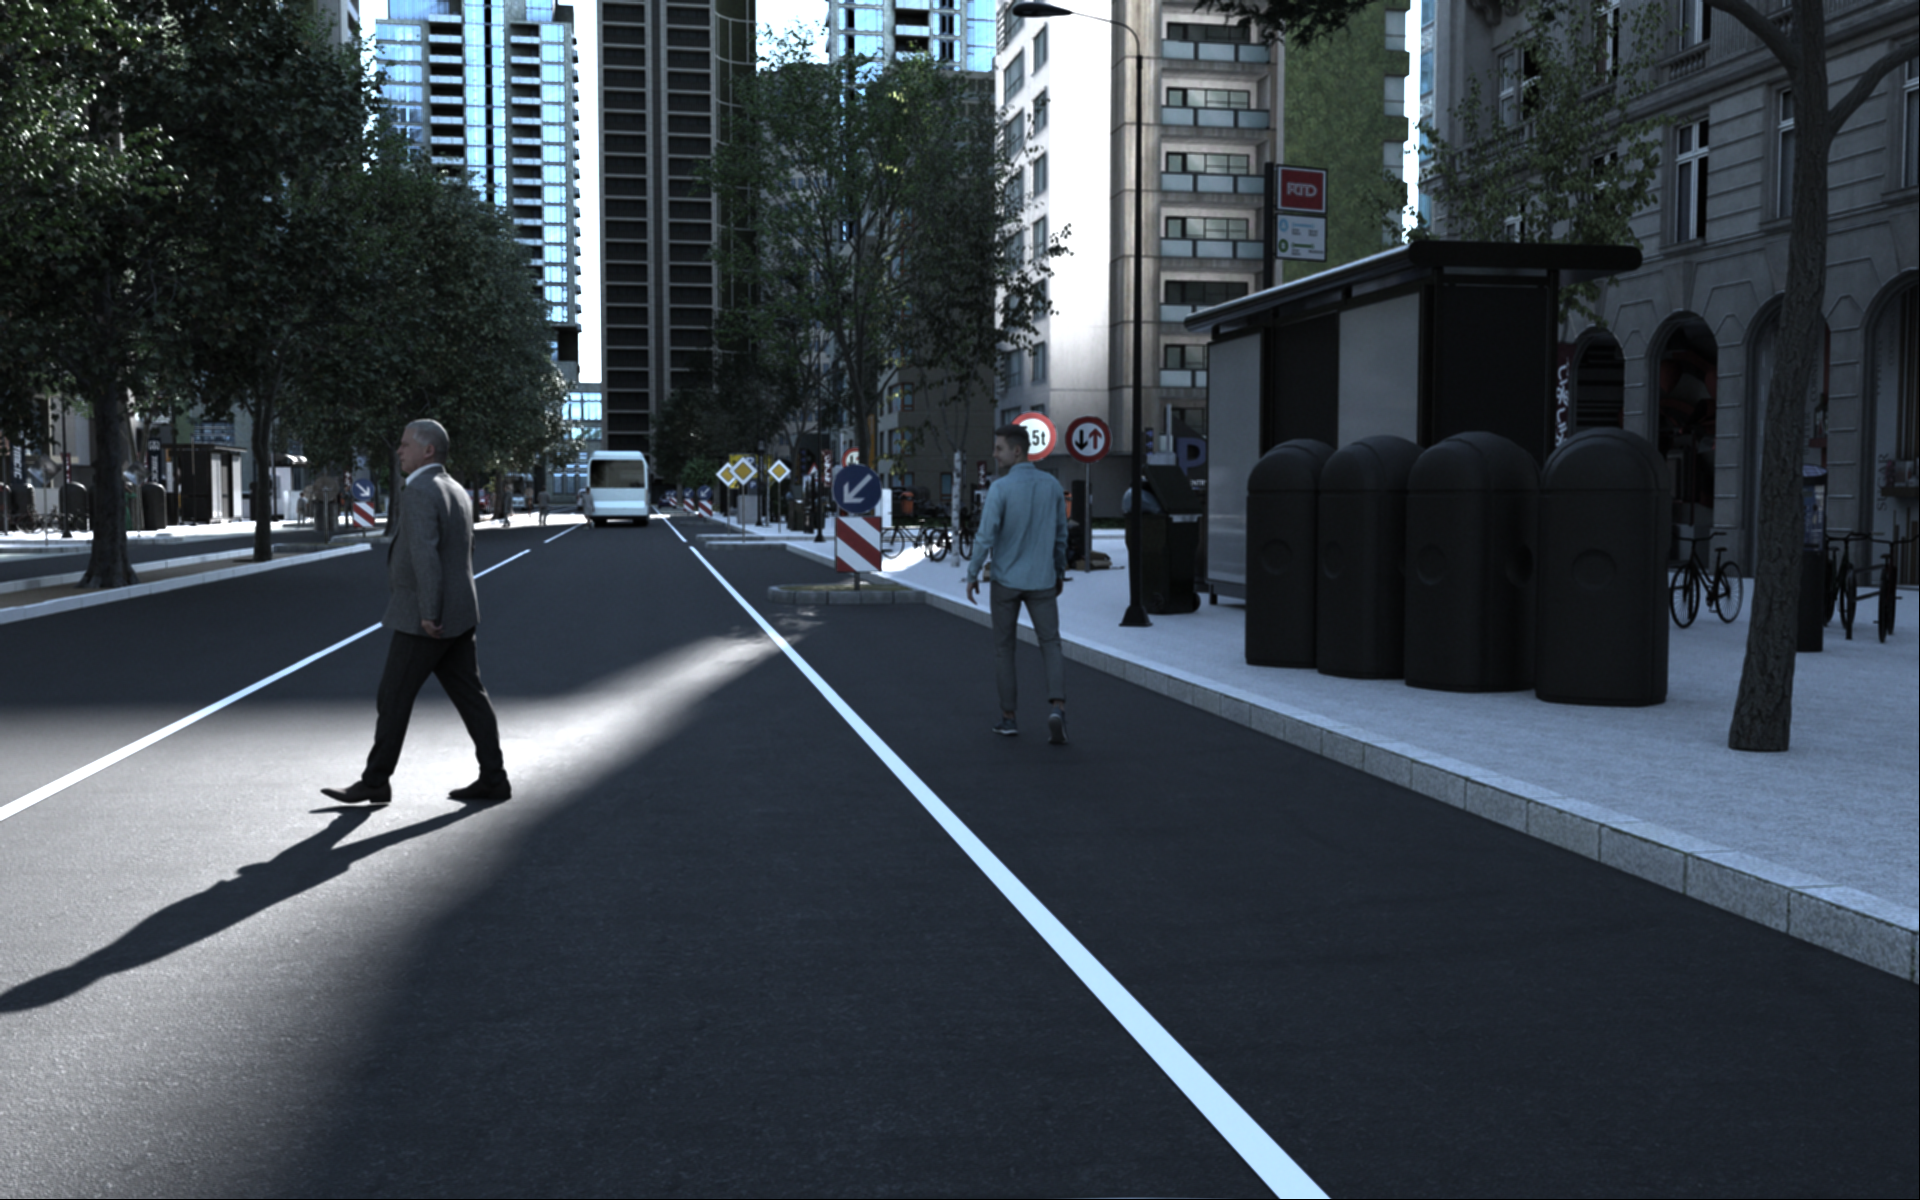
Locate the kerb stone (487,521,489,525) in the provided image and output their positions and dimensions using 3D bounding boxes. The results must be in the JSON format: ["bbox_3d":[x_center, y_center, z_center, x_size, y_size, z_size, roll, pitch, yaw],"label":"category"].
[{"bbox_3d":[-21.467,-3.425,78.196,0.120,0.150,1.000,-1,4,-10],"label":"kerb stone"}]

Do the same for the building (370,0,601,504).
[{"bbox_3d":[-62.676,-55.805,225.086,31.000,86.520,22.319,-1,4,-10],"label":"building"}]

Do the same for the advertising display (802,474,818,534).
[{"bbox_3d":[-4.908,-3.115,56.147,0.123,1.923,0.974,-2,4,-23],"label":"advertising display"}]

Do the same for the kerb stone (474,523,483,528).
[{"bbox_3d":[-20.911,-3.228,75.175,0.120,0.150,1.000,-1,4,-10],"label":"kerb stone"}]

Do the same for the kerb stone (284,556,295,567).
[{"bbox_3d":[-13.396,-0.741,34.312,0.120,0.150,1.000,-1,4,-10],"label":"kerb stone"}]

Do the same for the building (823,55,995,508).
[{"bbox_3d":[3.995,-28.264,153.998,32.217,40.220,23.993,-1,4,-10],"label":"building"}]

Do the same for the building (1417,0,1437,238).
[{"bbox_3d":[38.436,-28.368,83.427,30.456,49.044,23.786,-1,4,-10],"label":"building"}]

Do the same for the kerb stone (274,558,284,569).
[{"bbox_3d":[-13.209,-0.678,33.308,0.120,0.150,1.000,-1,4,-10],"label":"kerb stone"}]

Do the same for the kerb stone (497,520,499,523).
[{"bbox_3d":[-22.395,-3.733,83.225,0.120,0.150,1.000,-1,4,-10],"label":"kerb stone"}]

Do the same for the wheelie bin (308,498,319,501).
[{"bbox_3d":[-35.008,-5.253,93.789,0.980,1.594,0.693,-1,4,-21],"label":"wheelie bin"}]

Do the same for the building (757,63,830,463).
[{"bbox_3d":[-13.298,-42.389,235.062,28.212,58.520,21.231,-1,4,-10],"label":"building"}]

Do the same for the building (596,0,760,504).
[{"bbox_3d":[-37.095,-48.371,229.120,20.611,71.187,20.563,-1,4,-10],"label":"building"}]

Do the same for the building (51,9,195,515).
[{"bbox_3d":[-53.512,-25.428,99.341,14.154,41.232,14.086,-1,4,-10],"label":"building"}]

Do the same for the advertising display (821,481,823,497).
[{"bbox_3d":[-6.801,-4.604,80.488,0.974,1.923,0.123,2,4,28],"label":"advertising display"}]

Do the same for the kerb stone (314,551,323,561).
[{"bbox_3d":[-13.945,-0.923,37.330,0.120,0.150,1.000,-1,4,-10],"label":"kerb stone"}]

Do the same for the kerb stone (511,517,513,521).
[{"bbox_3d":[-24.065,-4.289,92.313,0.120,0.150,1.000,-1,4,-10],"label":"kerb stone"}]

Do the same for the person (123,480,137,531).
[{"bbox_3d":[-19.641,-1.944,40.538,0.600,1.795,0.529,0,4,-4],"label":"person"}]

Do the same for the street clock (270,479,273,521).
[{"bbox_3d":[-32.627,-4.721,81.756,0.358,2.002,0.471,-3,5,-40],"label":"street clock"}]

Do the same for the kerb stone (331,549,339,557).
[{"bbox_3d":[-14.322,-1.049,39.343,0.120,0.150,1.000,-1,4,-10],"label":"kerb stone"}]

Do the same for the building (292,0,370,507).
[{"bbox_3d":[-74.500,-38.539,172.116,28.212,58.520,21.231,-1,4,-10],"label":"building"}]

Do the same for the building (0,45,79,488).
[{"bbox_3d":[-102.749,-31.363,167.407,28.867,44.769,22.147,-1,4,-10],"label":"building"}]

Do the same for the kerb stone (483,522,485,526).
[{"bbox_3d":[-21.103,-3.295,76.180,0.120,0.150,1.000,-1,4,-10],"label":"kerb stone"}]

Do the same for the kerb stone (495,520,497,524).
[{"bbox_3d":[-22.212,-3.666,82.220,0.120,0.150,1.000,-1,4,-10],"label":"kerb stone"}]

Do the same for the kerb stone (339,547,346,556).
[{"bbox_3d":[-14.505,-1.108,40.349,0.120,0.150,1.000,-1,4,-10],"label":"kerb stone"}]

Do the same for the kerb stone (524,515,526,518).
[{"bbox_3d":[-25.931,-4.905,102.397,0.120,0.150,1.000,-1,4,-10],"label":"kerb stone"}]

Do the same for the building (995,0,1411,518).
[{"bbox_3d":[9.591,-23.827,73.170,14.086,41.232,14.154,-1,4,-10],"label":"building"}]

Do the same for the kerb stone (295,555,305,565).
[{"bbox_3d":[-13.578,-0.801,35.319,0.120,0.150,1.000,-1,4,-10],"label":"kerb stone"}]

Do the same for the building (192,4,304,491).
[{"bbox_3d":[-64.084,-50.201,133.457,22.319,86.520,31.000,-1,4,-10],"label":"building"}]

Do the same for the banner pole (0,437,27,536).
[{"bbox_3d":[-29.036,-3.857,53.077,0.401,3.779,0.863,3,5,42],"label":"banner pole"}]

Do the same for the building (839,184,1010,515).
[{"bbox_3d":[7.536,-16.387,112.961,27.650,21.520,28.899,-1,4,-10],"label":"building"}]

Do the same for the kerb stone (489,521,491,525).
[{"bbox_3d":[-21.660,-3.487,79.202,0.120,0.150,1.000,-1,4,-10],"label":"kerb stone"}]

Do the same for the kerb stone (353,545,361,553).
[{"bbox_3d":[-14.869,-1.233,42.361,0.120,0.150,1.000,-1,4,-10],"label":"kerb stone"}]

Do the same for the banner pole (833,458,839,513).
[{"bbox_3d":[-8.567,-7.936,119.765,0.401,3.779,0.863,-2,4,-35],"label":"banner pole"}]

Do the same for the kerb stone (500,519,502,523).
[{"bbox_3d":[-22.773,-3.856,85.238,0.120,0.150,1.000,-1,4,-10],"label":"kerb stone"}]

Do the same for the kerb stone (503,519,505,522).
[{"bbox_3d":[-23.130,-3.977,87.255,0.120,0.150,1.000,-1,4,-10],"label":"kerb stone"}]

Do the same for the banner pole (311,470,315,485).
[{"bbox_3d":[-38.297,-6.886,102.603,0.401,3.779,0.863,0,4,-5],"label":"banner pole"}]

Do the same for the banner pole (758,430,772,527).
[{"bbox_3d":[-7.693,-4.760,67.845,0.401,3.779,0.863,-3,4,-38],"label":"banner pole"}]

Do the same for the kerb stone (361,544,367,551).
[{"bbox_3d":[-15.056,-1.294,43.365,0.120,0.150,1.000,-1,4,-10],"label":"kerb stone"}]

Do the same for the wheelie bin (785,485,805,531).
[{"bbox_3d":[-5.616,-3.199,60.212,0.980,1.594,0.693,-2,4,-27],"label":"wheelie bin"}]

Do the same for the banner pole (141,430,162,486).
[{"bbox_3d":[-31.502,-4.734,67.419,0.863,3.779,0.401,-2,4,-32],"label":"banner pole"}]

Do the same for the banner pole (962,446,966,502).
[{"bbox_3d":[0.203,-5.982,87.828,0.401,3.779,0.863,-1,4,-13],"label":"banner pole"}]

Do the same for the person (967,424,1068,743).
[{"bbox_3d":[0.361,-0.108,10.132,0.638,1.841,0.748,-1,4,-12],"label":"person"}]

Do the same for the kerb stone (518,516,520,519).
[{"bbox_3d":[-24.998,-4.597,97.353,0.120,0.150,1.000,-1,4,-10],"label":"kerb stone"}]

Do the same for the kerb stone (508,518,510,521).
[{"bbox_3d":[-23.700,-4.160,90.282,0.120,0.150,1.000,-1,4,-10],"label":"kerb stone"}]

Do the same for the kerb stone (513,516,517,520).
[{"bbox_3d":[-24.625,-4.472,95.329,0.120,0.150,1.000,-1,4,-10],"label":"kerb stone"}]

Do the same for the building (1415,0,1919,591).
[{"bbox_3d":[17.808,-11.261,25.918,13.314,21.916,24.055,-1,4,-10],"label":"building"}]

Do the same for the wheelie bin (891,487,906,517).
[{"bbox_3d":[-2.638,-4.091,74.799,0.980,1.594,0.693,1,4,10],"label":"wheelie bin"}]

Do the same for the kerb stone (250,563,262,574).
[{"bbox_3d":[-12.831,-0.555,31.290,0.120,0.150,1.000,-1,4,-10],"label":"kerb stone"}]

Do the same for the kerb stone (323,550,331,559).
[{"bbox_3d":[-14.126,-0.987,38.336,0.120,0.150,1.000,-1,4,-10],"label":"kerb stone"}]

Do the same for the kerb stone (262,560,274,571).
[{"bbox_3d":[-13.019,-0.607,32.304,0.120,0.150,1.000,-1,4,-10],"label":"kerb stone"}]

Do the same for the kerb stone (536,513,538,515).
[{"bbox_3d":[-28.154,-5.644,114.501,0.120,0.150,1.000,-1,4,-10],"label":"kerb stone"}]

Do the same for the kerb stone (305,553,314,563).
[{"bbox_3d":[-13.760,-0.864,36.325,0.120,0.150,1.000,-1,4,-10],"label":"kerb stone"}]

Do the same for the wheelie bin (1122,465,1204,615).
[{"bbox_3d":[2.152,-0.658,18.674,0.693,1.594,0.980,3,5,45],"label":"wheelie bin"}]

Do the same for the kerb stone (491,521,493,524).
[{"bbox_3d":[-21.842,-3.548,80.208,0.120,0.150,1.000,-1,4,-10],"label":"kerb stone"}]

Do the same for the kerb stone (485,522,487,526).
[{"bbox_3d":[-21.289,-3.363,77.185,0.120,0.150,1.000,-1,4,-10],"label":"kerb stone"}]

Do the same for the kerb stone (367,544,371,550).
[{"bbox_3d":[-15.241,-1.356,44.373,0.120,0.150,1.000,-1,4,-10],"label":"kerb stone"}]

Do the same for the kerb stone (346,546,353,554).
[{"bbox_3d":[-14.691,-1.169,41.354,0.120,0.150,1.000,-1,4,-10],"label":"kerb stone"}]

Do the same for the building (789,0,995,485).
[{"bbox_3d":[-5.353,-52.973,178.775,22.319,86.520,31.000,-1,4,-10],"label":"building"}]

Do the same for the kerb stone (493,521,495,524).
[{"bbox_3d":[-22.034,-3.610,81.213,0.120,0.150,1.000,-1,4,-10],"label":"kerb stone"}]
